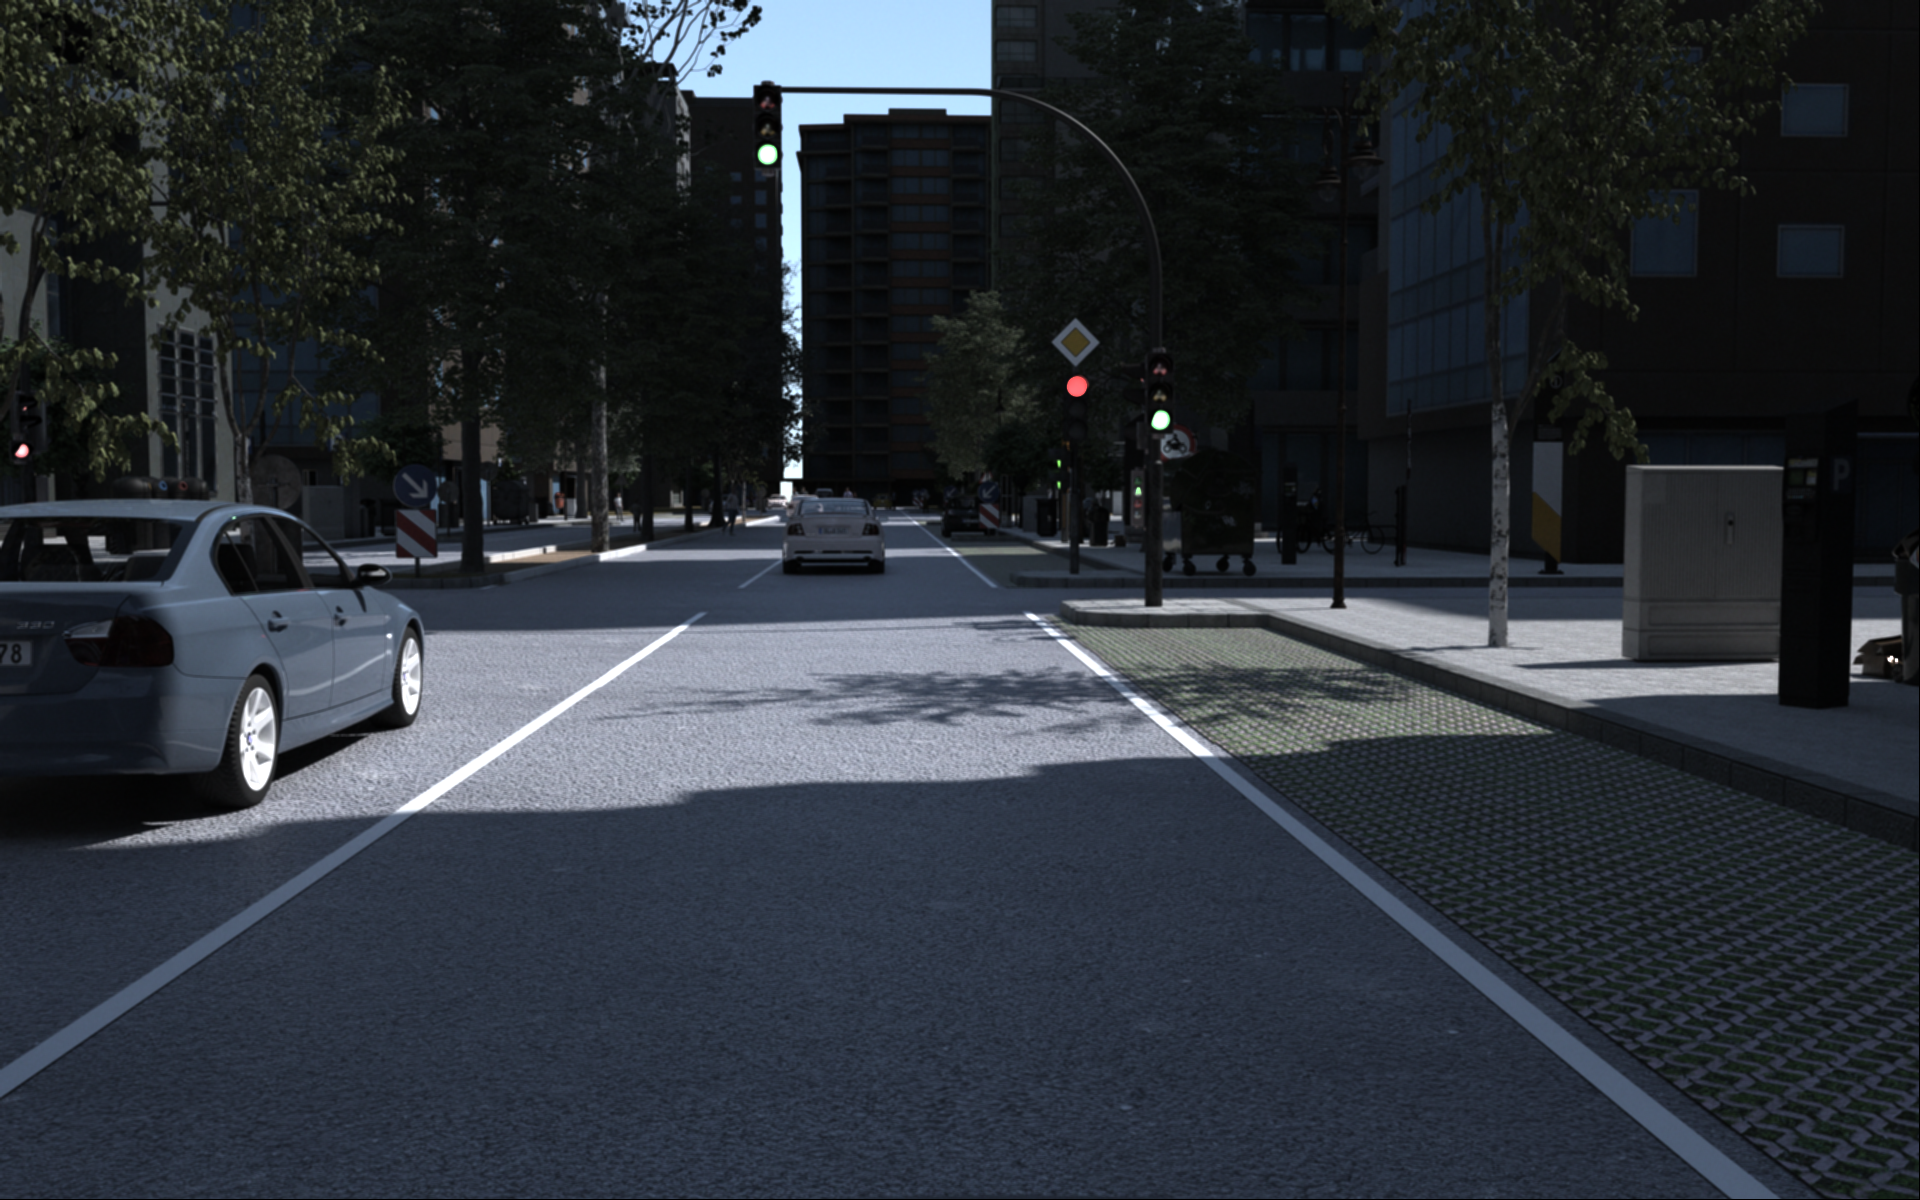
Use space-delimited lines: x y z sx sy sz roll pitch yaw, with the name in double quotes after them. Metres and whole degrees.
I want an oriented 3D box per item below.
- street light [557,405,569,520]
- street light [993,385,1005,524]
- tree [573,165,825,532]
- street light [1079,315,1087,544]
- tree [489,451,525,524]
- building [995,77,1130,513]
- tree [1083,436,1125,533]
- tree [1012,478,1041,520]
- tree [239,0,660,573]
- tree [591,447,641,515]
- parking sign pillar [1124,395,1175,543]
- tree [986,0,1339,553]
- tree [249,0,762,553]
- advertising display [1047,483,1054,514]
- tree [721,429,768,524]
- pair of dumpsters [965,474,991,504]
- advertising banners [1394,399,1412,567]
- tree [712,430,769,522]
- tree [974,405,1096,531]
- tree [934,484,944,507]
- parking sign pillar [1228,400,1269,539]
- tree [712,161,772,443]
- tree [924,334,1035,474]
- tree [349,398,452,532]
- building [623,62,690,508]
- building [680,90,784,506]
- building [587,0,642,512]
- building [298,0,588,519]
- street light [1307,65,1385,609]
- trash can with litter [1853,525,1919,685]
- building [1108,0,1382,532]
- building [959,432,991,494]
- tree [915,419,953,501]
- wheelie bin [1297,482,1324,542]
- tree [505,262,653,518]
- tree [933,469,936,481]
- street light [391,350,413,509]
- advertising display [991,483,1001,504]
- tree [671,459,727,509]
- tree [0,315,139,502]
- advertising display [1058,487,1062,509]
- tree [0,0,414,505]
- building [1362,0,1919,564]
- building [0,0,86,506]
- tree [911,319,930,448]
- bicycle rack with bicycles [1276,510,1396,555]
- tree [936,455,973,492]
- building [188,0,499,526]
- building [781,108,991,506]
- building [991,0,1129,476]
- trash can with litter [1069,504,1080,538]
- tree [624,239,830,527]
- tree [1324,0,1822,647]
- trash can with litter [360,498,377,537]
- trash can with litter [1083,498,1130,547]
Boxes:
-19.261 -6.830 84.450 0.468 5.910 1.993 0 4 -3 "street light"
1.680 -6.178 73.801 0.468 5.910 1.993 0 4 -3 "street light"
-10.094 -9.259 64.204 12.009 13.543 11.850 0 3 0 "tree"
3.123 -4.384 44.461 0.468 5.910 1.993 0 4 -3 "street light"
-19.224 -4.836 73.675 1.663 3.219 1.824 0 3 0 "tree"
9.394 -21.544 123.943 14.160 30.474 14.107 0 4 -3 "building"
4.756 -3.820 57.065 1.663 3.219 1.824 0 3 0 "tree"
3.124 -5.555 85.430 1.663 3.219 1.824 0 3 0 "tree"
-8.696 -6.722 30.487 7.486 12.596 7.792 0 3 0 "tree"
-21.611 -7.624 108.366 4.285 4.588 4.351 0 3 0 "tree"
5.032 -3.506 45.803 1.447 3.967 1.447 1 4 17 "parking sign pillar"
4.597 -7.307 37.599 7.486 12.596 7.792 0 3 0 "tree"
-10.013 -11.254 42.357 12.611 20.169 13.585 0 3 0 "tree"
5.260 -5.837 100.643 0.123 1.923 0.974 -1 4 -15 "advertising display"
-10.844 -7.958 82.928 4.737 8.622 4.395 0 3 0 "tree"
1.164 -5.228 87.967 1.574 2.255 4.437 0 4 -3 "pair of dumpsters"
8.035 -2.150 31.336 0.090 3.025 2.074 1 4 21 "advertising banners"
-10.959 -8.241 87.568 4.360 8.622 3.978 0 3 0 "tree"
3.609 -4.736 61.144 4.285 4.588 4.351 0 3 0 "tree"
-1.941 -11.161 177.077 1.663 3.219 1.824 0 3 0 "tree"
8.266 -3.782 50.310 1.447 3.967 1.447 -1 4 -20 "parking sign pillar"
-9.643 -8.083 52.746 7.486 12.596 7.792 0 3 0 "tree"
1.264 -11.252 109.731 9.928 11.665 9.643 0 3 0 "tree"
-19.175 -4.629 59.396 4.285 4.588 4.351 0 3 0 "tree"
-33.266 -29.555 166.820 14.086 41.232 14.154 0 4 -3 "building"
-27.380 -33.366 195.643 14.200 45.320 14.600 0 4 -3 "building"
-36.920 -31.231 130.242 23.786 49.044 30.456 0 4 -3 "building"
-31.254 -28.008 108.038 14.600 45.320 14.200 0 4 -3 "building"
4.256 -2.845 19.299 0.468 5.910 1.993 0 4 -3 "street light"
6.508 -0.027 11.828 0.624 1.170 1.055 0 4 -5 "trash can with litter"
18.284 -27.574 70.436 23.786 49.044 30.456 0 4 -3 "building"
11.767 -51.781 159.297 22.319 86.520 31.000 0 4 -3 "building"
-1.554 -12.170 149.348 4.360 8.622 3.978 0 3 0 "tree"
9.252 -2.339 46.146 0.693 1.594 0.980 -3 4 -38 "wheelie bin"
-19.915 -11.285 91.165 9.857 13.997 8.962 0 3 0 "tree"
-0.499 -9.215 134.370 4.285 4.588 4.351 0 3 0 "tree"
-17.857 -5.066 55.612 0.468 5.910 1.993 0 4 -3 "street light"
1.840 -4.505 78.866 0.974 1.923 0.123 2 4 34 "advertising display"
-23.240 -10.163 149.874 4.285 4.588 4.351 0 3 0 "tree"
-16.981 -2.935 31.703 4.285 4.588 4.351 0 3 0 "tree"
4.598 -4.547 79.564 0.123 1.923 0.974 0 4 -1 "advertising display"
-7.538 -3.987 18.013 4.737 8.622 4.395 0 3 0 "tree"
17.668 -23.672 37.142 14.200 45.320 14.600 0 4 -3 "building"
-33.610 -44.589 41.702 22.319 86.520 31.000 0 4 -3 "building"
1.139 -10.897 96.292 7.486 12.596 7.792 0 3 0 "tree"
7.945 -1.467 37.365 2.925 0.926 2.852 -2 4 -33 "bicycle rack with bicycles"
2.177 -5.231 69.236 4.285 4.588 4.351 0 3 0 "tree"
-28.125 -25.913 73.788 14.600 45.320 14.200 0 4 -3 "building"
-5.618 -33.336 199.665 28.867 44.769 22.147 0 4 -3 "building"
9.371 -27.776 137.734 14.154 41.232 14.086 0 4 -3 "building"
3.600 -2.385 50.388 0.624 1.170 1.055 3 5 44 "trash can with litter"
-10.541 -9.520 75.110 9.611 12.733 9.660 0 3 0 "tree"
4.708 -3.903 14.169 4.737 8.622 4.395 0 3 0 "tree"
-17.848 -2.466 51.699 0.624 1.170 1.055 -3 5 -42 "trash can with litter"
3.627 -1.893 42.341 1.055 1.170 0.624 0 4 1 "trash can with litter"
